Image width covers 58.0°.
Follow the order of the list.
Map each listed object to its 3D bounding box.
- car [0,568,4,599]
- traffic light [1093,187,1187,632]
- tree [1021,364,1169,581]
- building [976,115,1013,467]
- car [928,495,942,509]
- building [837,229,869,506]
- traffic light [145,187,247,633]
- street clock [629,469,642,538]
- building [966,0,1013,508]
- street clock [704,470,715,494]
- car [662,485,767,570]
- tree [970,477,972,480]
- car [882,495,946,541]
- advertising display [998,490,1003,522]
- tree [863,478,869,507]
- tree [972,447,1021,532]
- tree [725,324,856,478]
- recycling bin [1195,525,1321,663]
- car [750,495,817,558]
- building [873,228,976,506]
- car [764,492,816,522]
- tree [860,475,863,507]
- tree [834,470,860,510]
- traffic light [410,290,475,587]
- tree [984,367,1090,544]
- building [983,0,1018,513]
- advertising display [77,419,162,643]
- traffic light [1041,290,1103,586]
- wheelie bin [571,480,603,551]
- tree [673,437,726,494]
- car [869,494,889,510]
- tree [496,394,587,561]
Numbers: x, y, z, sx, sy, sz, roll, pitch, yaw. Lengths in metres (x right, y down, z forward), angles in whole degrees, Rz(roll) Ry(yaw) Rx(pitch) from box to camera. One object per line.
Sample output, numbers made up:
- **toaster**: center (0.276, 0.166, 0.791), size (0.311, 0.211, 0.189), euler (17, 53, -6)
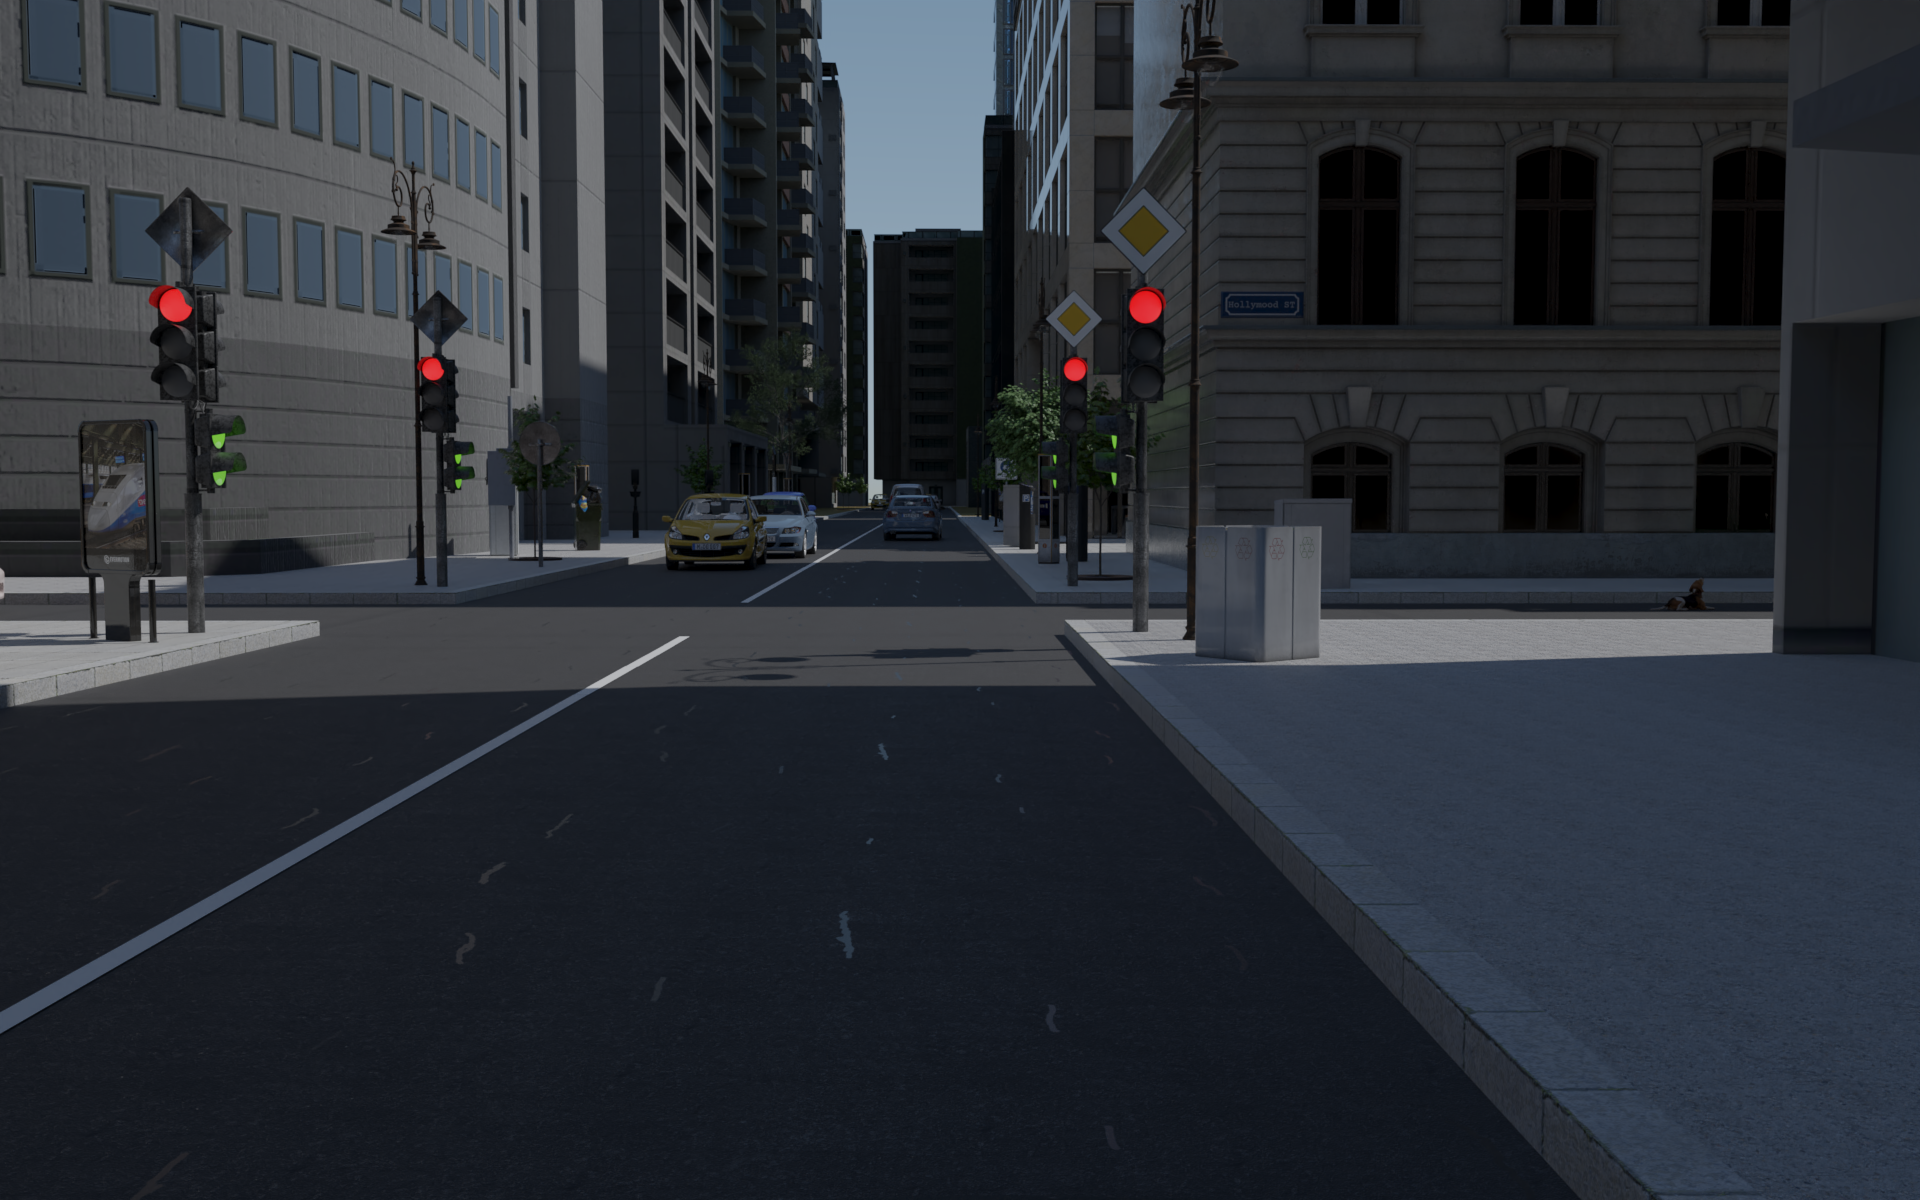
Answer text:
- **car**: center (-13.812, -0.484, 20.278), size (4.827, 1.381, 2.083), euler (0, 4, 0)
- **traffic light**: center (1.664, -1.659, 16.043), size (0.839, 4.253, 0.868), euler (0, 4, -1)
- **tree**: center (2.060, -1.928, 26.126), size (1.663, 3.219, 1.824), euler (0, 3, 0)
- **building**: center (8.717, -22.243, 135.377), size (14.160, 30.474, 14.107), euler (0, 4, -1)
- **car**: center (-2.470, -7.607, 136.743), size (2.083, 1.381, 4.827), euler (0, 4, 0)
- **building**: center (-17.214, -25.598, 190.221), size (14.107, 30.474, 14.160), euler (0, 4, -1)
- **traffic light**: center (-7.046, -1.650, 15.905), size (0.839, 4.253, 0.868), euler (0, 4, -1)
- **street clock**: center (-9.429, -2.798, 50.317), size (0.358, 2.002, 0.471), euler (-1, 4, -10)
- **building**: center (12.019, -51.633, 156.863), size (22.319, 86.520, 31.000), euler (0, 4, -1)
- **street clock**: center (-7.573, -2.921, 52.329), size (0.358, 2.002, 0.471), euler (-1, 4, -15)
- **car**: center (-4.757, -1.455, 34.006), size (2.015, 1.641, 3.980), euler (0, 4, -2)
- **tree**: center (1.360, -6.859, 106.754), size (1.663, 3.219, 1.824), euler (0, 3, 0)
- **car**: center (-1.471, -2.607, 54.633), size (2.014, 1.417, 4.499), euler (0, 4, 1)
- **advertising display**: center (2.112, -4.501, 78.802), size (0.123, 1.923, 0.974), euler (-3, 5, -44)
- **tree**: center (-9.844, -10.972, 173.992), size (1.663, 3.219, 1.824), euler (0, 3, 0)
- **tree**: center (1.656, -3.915, 58.619), size (1.663, 3.219, 1.824), euler (0, 3, 0)
- **tree**: center (-9.169, -9.773, 94.198), size (8.767, 10.594, 7.601), euler (2, 4, 32)
- **recycling bin**: center (2.343, -0.066, 13.628), size (0.722, 1.027, 0.722), euler (-3, 4, -38)
- **car**: center (-4.306, -1.719, 40.115), size (2.014, 1.417, 4.499), euler (0, 3, 0)
- **building**: center (-2.555, -25.658, 191.211), size (14.107, 30.474, 14.160), euler (0, 4, -1)
- **car**: center (-5.076, -2.458, 49.788), size (1.945, 1.707, 3.694), euler (0, 4, -1)
- **tree**: center (-9.933, -9.923, 156.836), size (1.663, 3.219, 1.824), euler (0, 3, 0)
- **tree**: center (-9.514, -8.886, 139.890), size (1.663, 3.219, 1.824), euler (0, 3, 0)
- **traffic light**: center (-7.158, -2.139, 23.889), size (0.839, 4.253, 0.868), euler (0, 4, -1)
- **tree**: center (2.237, -3.751, 45.038), size (4.285, 4.588, 4.351), euler (0, 3, 0)
- **building**: center (12.025, -41.505, 116.852), size (20.563, 71.187, 20.611), euler (0, 4, -1)
- **advertising display**: center (-7.328, -0.605, 15.113), size (0.974, 1.923, 0.123), euler (2, 4, 31)
- **traffic light**: center (1.552, -2.147, 24.027), size (0.839, 4.253, 0.868), euler (0, 4, -1)
- **wheelie bin**: center (-8.482, -1.929, 39.454), size (0.693, 1.594, 0.980), euler (-1, 4, -19)
- **tree**: center (-8.651, -3.916, 58.625), size (1.663, 3.219, 1.824), euler (0, 3, 0)
- **car**: center (-7.151, -8.913, 155.949), size (2.015, 1.641, 3.980), euler (0, 4, -1)
- **tree**: center (-8.222, -2.372, 33.386), size (1.663, 3.219, 1.824), euler (0, 3, 0)
